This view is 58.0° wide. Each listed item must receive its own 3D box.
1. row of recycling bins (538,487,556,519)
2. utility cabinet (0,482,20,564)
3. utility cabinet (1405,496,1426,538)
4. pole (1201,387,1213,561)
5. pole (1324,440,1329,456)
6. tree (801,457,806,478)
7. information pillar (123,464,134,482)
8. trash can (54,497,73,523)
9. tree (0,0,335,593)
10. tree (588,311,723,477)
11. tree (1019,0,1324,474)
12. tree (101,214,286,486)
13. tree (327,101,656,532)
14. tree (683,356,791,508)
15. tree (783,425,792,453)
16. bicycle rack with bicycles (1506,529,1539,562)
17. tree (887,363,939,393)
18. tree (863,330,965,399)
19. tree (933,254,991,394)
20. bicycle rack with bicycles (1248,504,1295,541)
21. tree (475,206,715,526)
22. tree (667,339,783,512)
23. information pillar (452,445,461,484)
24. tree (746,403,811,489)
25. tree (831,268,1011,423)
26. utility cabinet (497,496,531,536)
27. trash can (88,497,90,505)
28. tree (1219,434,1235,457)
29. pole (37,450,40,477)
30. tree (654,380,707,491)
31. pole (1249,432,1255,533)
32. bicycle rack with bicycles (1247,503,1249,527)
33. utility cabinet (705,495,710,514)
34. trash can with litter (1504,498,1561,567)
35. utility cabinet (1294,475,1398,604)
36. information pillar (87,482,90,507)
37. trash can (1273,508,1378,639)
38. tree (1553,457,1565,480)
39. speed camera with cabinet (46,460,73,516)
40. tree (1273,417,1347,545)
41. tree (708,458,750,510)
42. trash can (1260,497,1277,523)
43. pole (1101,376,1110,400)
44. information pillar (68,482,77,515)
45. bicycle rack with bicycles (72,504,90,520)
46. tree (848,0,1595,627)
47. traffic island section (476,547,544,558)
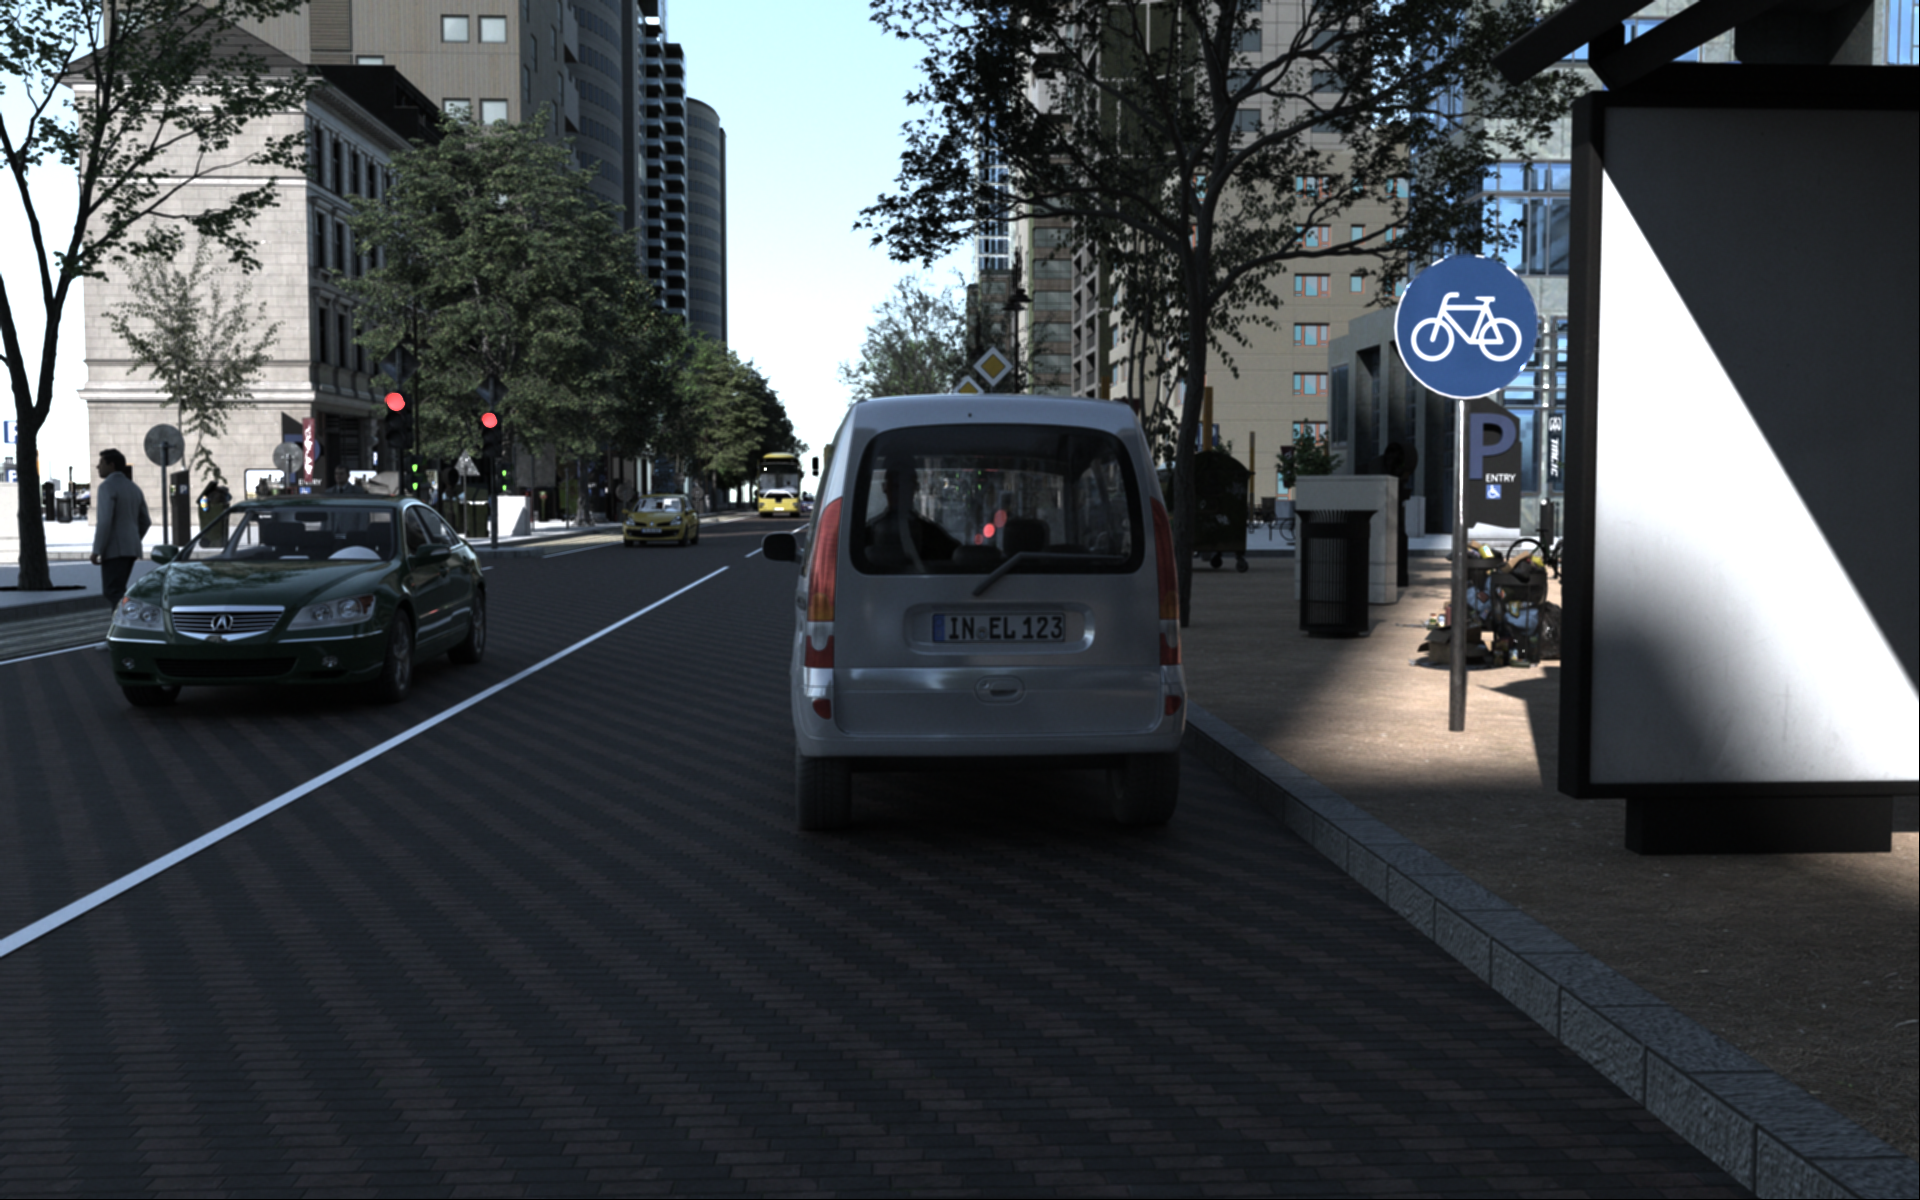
[{"bbox_3d":[-21.566,-4.869,86.728,1.069,1.692,3.534,2,4,24],"label":"row of recycling bins"},{"bbox_3d":[-17.423,-1.401,31.590,1.173,1.500,0.318,-2,4,-25],"label":"utility cabinet"},{"bbox_3d":[13.161,-2.424,50.801,0.306,1.237,1.020,-2,4,-34],"label":"utility cabinet"},{"bbox_3d":[4.707,-2.393,32.977,0.158,3.312,0.155,0,3,0],"label":"pole"},{"bbox_3d":[13.911,-4.401,65.805,0.158,3.312,0.155,0,3,0],"label":"pole"},{"bbox_3d":[-25.582,-19.202,264.313,4.737,8.622,4.395,0,3,0],"label":"tree"},{"bbox_3d":[-20.388,-2.318,42.387,0.304,2.012,0.304,-3,4,-36],"label":"information pillar"},{"bbox_3d":[-39.768,-3.990,76.897,0.748,1.137,0.748,0,3,0],"label":"trash can"},{"bbox_3d":[-12.352,-5.942,22.904,9.928,11.665,9.643,0,3,0],"label":"tree"},{"bbox_3d":[-17.074,-10.372,95.339,9.928,11.665,9.643,0,3,0],"label":"tree"},{"bbox_3d":[2.804,-4.512,24.138,4.360,8.622,3.978,0,3,0],"label":"tree"},{"bbox_3d":[-20.621,-5.879,46.489,4.360,8.622,3.978,0,3,0],"label":"tree"},{"bbox_3d":[-14.728,-9.099,55.421,9.857,13.997,8.962,0,3,0],"label":"tree"},{"bbox_3d":[-20.431,-15.444,159.170,9.857,13.997,8.962,0,3,0],"label":"tree"},{"bbox_3d":[-20.474,-15.562,172.571,7.486,12.596,7.792,0,3,0],"label":"tree"},{"bbox_3d":[9.505,-0.728,25.280,2.925,0.926,2.852,1,4,17],"label":"bicycle rack with bicycles"},{"bbox_3d":[-4.109,-14.127,147.990,9.611,12.733,9.660,0,3,0],"label":"tree"},{"bbox_3d":[-2.570,-11.173,108.427,9.928,11.665,9.643,0,3,0],"label":"tree"},{"bbox_3d":[0.976,-6.299,53.350,4.360,8.622,3.978,0,3,0],"label":"tree"},{"bbox_3d":[9.857,-2.062,47.101,2.925,0.926,2.852,-1,4,-16],"label":"bicycle rack with bicycles"},{"bbox_3d":[-15.005,-9.291,68.913,9.611,12.733,9.660,0,3,0],"label":"tree"},{"bbox_3d":[-17.595,-12.758,126.726,7.486,12.596,7.792,0,3,0],"label":"tree"},{"bbox_3d":[-23.883,-5.555,82.183,0.183,3.616,0.504,2,4,26],"label":"information pillar"},{"bbox_3d":[-22.954,-18.046,212.051,9.611,12.733,9.660,0,3,0],"label":"tree"},{"bbox_3d":[-2.151,-11.305,95.201,12.009,13.543,11.850,0,3,0],"label":"tree"},{"bbox_3d":[-13.671,-2.568,53.152,1.020,1.237,0.306,1,4,20],"label":"utility cabinet"},{"bbox_3d":[-45.155,-4.823,90.513,0.748,1.137,0.748,0,3,0],"label":"trash can"},{"bbox_3d":[7.749,-3.471,51.355,1.663,3.219,1.824,0,3,0],"label":"tree"},{"bbox_3d":[-42.449,-5.255,79.757,0.158,3.312,0.155,0,3,0],"label":"pole"},{"bbox_3d":[-17.336,-9.535,106.257,4.360,8.622,3.978,0,3,0],"label":"tree"},{"bbox_3d":[9.554,-3.845,56.707,0.158,3.312,0.155,0,3,0],"label":"pole"},{"bbox_3d":[10.591,-3.151,64.894,2.925,0.926,2.852,-1,4,-22],"label":"bicycle rack with bicycles"},{"bbox_3d":[-16.555,-6.258,113.476,0.306,1.237,1.020,-1,4,-10],"label":"utility cabinet"},{"bbox_3d":[10.612,-1.251,31.516,1.678,1.210,2.233,1,4,13],"label":"trash can with litter"},{"bbox_3d":[4.540,-0.715,20.365,1.173,1.500,0.318,3,5,40],"label":"utility cabinet"},{"bbox_3d":[-55.128,-6.444,109.853,0.304,2.012,0.304,-3,5,-45],"label":"information pillar"},{"bbox_3d":[3.363,-0.238,15.550,0.748,1.137,0.748,0,3,0],"label":"trash can"},{"bbox_3d":[16.578,-3.102,45.324,1.663,3.219,1.824,0,3,0],"label":"tree"},{"bbox_3d":[-52.422,-6.512,100.812,2.038,3.252,0.660,3,4,38],"label":"speed camera with cabinet"},{"bbox_3d":[8.626,-2.995,43.570,1.663,3.219,1.824,0,3,0],"label":"tree"},{"bbox_3d":[-18.305,-9.348,136.554,4.285,4.588,4.351,0,3,0],"label":"tree"},{"bbox_3d":[13.936,-4.074,78.265,0.748,1.137,0.748,0,3,0],"label":"trash can"},{"bbox_3d":[2.516,-2.216,30.076,0.158,3.312,0.155,0,3,0],"label":"pole"},{"bbox_3d":[-53.310,-6.086,103.994,0.304,2.012,0.304,1,4,14],"label":"information pillar"},{"bbox_3d":[-43.246,-4.511,87.140,2.925,0.926,2.852,-1,4,-13],"label":"bicycle rack with bicycles"},{"bbox_3d":[2.390,-5.009,16.308,7.601,10.594,8.767,1,4,20],"label":"tree"},{"bbox_3d":[-10.862,-1.105,40.344,2.009,0.180,2.903,0,4,-3],"label":"traffic island section"}]
